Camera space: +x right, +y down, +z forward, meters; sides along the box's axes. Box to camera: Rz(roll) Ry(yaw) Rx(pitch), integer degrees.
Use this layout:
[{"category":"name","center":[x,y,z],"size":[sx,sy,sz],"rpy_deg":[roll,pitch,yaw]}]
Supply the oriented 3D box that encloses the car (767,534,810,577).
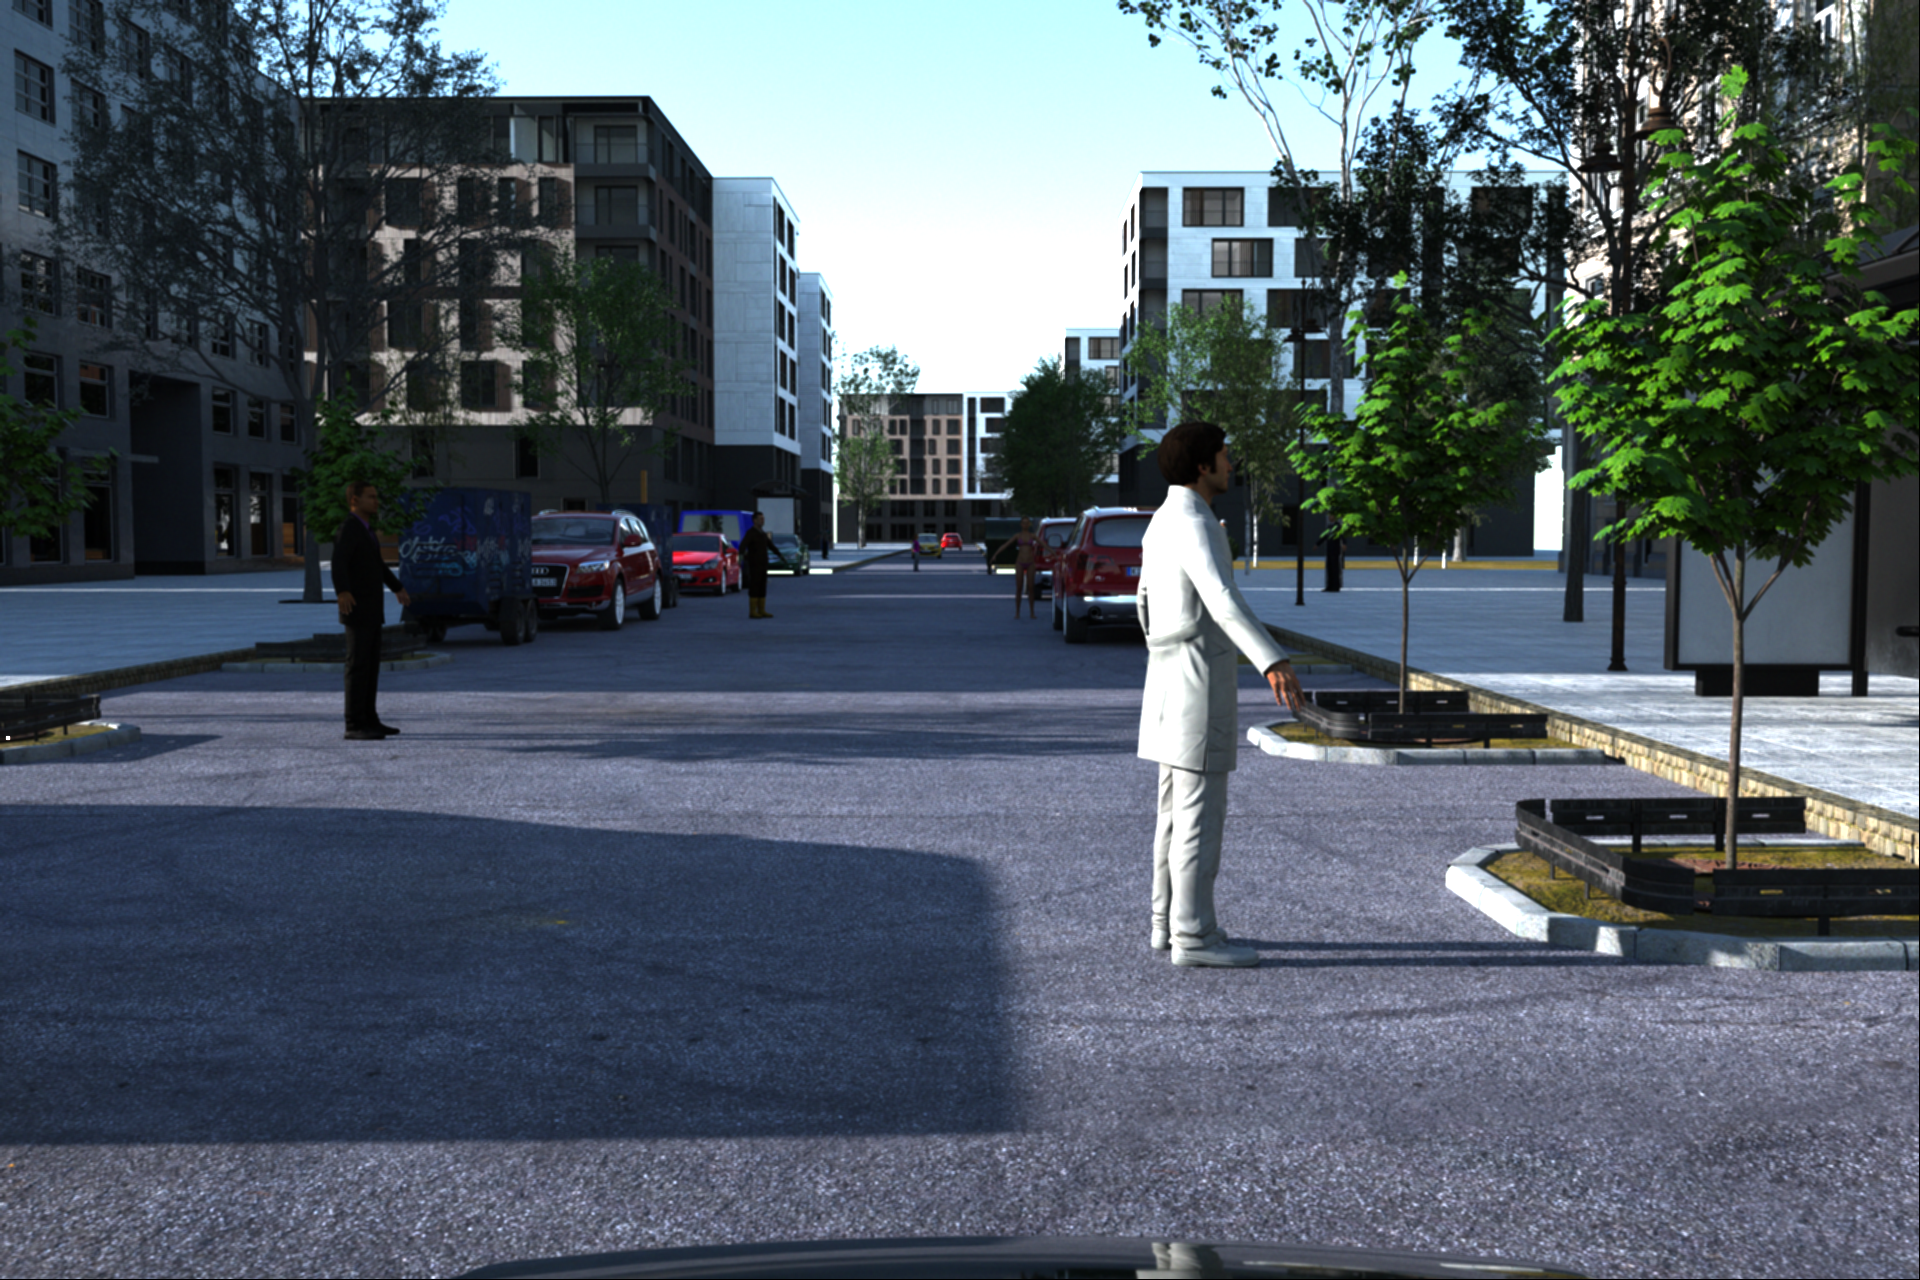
[{"category":"car","center":[-6.255,-2.944,59.926],"size":[2.131,1.459,4.920],"rpy_deg":[0,4,0]}]

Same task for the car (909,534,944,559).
[{"category":"car","center":[-1.936,-5.569,101.277],"size":[2.015,1.641,3.980],"rpy_deg":[0,4,0]}]

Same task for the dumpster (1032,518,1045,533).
[{"category":"dumpster","center":[2.789,-2.253,45.048],"size":[1.865,1.857,1.264],"rpy_deg":[0,4,-1]}]

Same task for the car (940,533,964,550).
[{"category":"car","center":[-0.723,-8.814,153.148],"size":[2.155,1.783,4.494],"rpy_deg":[0,4,1]}]

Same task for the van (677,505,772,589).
[{"category":"van","center":[-6.407,-2.616,47.164],"size":[2.240,2.365,5.245],"rpy_deg":[0,4,1]}]

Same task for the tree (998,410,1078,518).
[{"category":"tree","center":[6.749,-13.333,136.115],"size":[7.486,12.596,7.792],"rpy_deg":[0,3,0]}]

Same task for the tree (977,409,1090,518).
[{"category":"tree","center":[6.272,-14.554,148.322],"size":[12.009,13.543,11.850],"rpy_deg":[0,3,0]}]

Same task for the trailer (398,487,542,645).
[{"category":"trailer","center":[-6.360,-0.905,21.844],"size":[1.471,1.999,3.904],"rpy_deg":[0,4,0]}]

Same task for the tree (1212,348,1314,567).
[{"category":"tree","center":[11.476,-7.190,67.915],"size":[4.360,8.622,3.978],"rpy_deg":[0,3,0]}]

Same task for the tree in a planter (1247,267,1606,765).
[{"category":"tree in a planter","center":[3.004,-0.881,11.634],"size":[1.991,3.239,1.994],"rpy_deg":[0,4,-1]}]

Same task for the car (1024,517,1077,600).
[{"category":"car","center":[2.494,-1.858,39.049],"size":[2.281,1.827,5.304],"rpy_deg":[0,4,1]}]

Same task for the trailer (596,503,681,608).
[{"category":"trailer","center":[-6.280,-1.585,32.969],"size":[1.471,1.999,3.904],"rpy_deg":[0,4,0]}]

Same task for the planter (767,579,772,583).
[{"category":"planter","center":[-6.562,-1.819,50.888],"size":[1.991,0.319,1.994],"rpy_deg":[0,4,0]}]

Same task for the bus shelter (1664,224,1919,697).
[{"category":"bus shelter","center":[6.365,-1.051,11.115],"size":[2.014,3.302,5.546],"rpy_deg":[0,4,0]}]

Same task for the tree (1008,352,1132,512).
[{"category":"tree","center":[6.326,-10.650,99.890],"size":[9.928,11.665,9.643],"rpy_deg":[0,3,0]}]

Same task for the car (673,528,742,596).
[{"category":"car","center":[-6.309,-1.969,41.226],"size":[2.155,1.783,4.494],"rpy_deg":[0,4,1]}]

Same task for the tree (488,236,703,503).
[{"category":"tree","center":[-12.626,-8.278,61.093],"size":[9.928,11.665,9.643],"rpy_deg":[0,3,0]}]

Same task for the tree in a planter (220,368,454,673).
[{"category":"tree in a planter","center":[-6.661,-1.321,18.819],"size":[1.991,3.239,1.994],"rpy_deg":[0,4,1]}]

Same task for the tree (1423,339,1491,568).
[{"category":"tree","center":[18.332,-7.024,65.207],"size":[4.360,8.622,3.978],"rpy_deg":[0,3,0]}]

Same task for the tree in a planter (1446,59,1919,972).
[{"category":"tree in a planter","center":[2.973,-0.572,6.571],"size":[1.991,3.239,1.994],"rpy_deg":[0,4,-1]}]

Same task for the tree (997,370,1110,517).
[{"category":"tree","center":[5.987,-11.290,110.343],"size":[9.928,11.665,9.643],"rpy_deg":[0,3,0]}]

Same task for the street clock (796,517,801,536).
[{"category":"street clock","center":[-6.890,-4.191,73.093],"size":[0.358,2.002,0.471],"rpy_deg":[0,4,1]}]

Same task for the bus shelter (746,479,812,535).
[{"category":"bus shelter","center":[-6.902,-4.454,66.754],"size":[2.014,3.302,5.546],"rpy_deg":[0,4,0]}]

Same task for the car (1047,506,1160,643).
[{"category":"car","center":[2.384,-0.953,24.262],"size":[2.281,1.827,5.304],"rpy_deg":[0,4,0]}]

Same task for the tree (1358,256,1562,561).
[{"category":"tree","center":[23.591,-10.679,81.259],"size":[9.857,13.997,8.962],"rpy_deg":[0,3,0]}]

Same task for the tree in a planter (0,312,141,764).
[{"category":"tree in a planter","center":[-6.702,-0.873,11.490],"size":[1.991,3.239,1.994],"rpy_deg":[0,4,0]}]

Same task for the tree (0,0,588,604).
[{"category":"tree","center":[-12.027,-7.441,32.035],"size":[12.009,13.543,11.850],"rpy_deg":[0,3,0]}]

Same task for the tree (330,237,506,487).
[{"category":"tree","center":[-12.766,-5.672,43.092],"size":[4.360,8.622,3.978],"rpy_deg":[0,3,0]}]

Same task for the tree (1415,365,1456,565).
[{"category":"tree","center":[19.176,-7.438,71.980],"size":[4.360,8.622,3.978],"rpy_deg":[0,3,0]}]

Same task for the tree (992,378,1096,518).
[{"category":"tree","center":[5.994,-12.538,123.119],"size":[7.486,12.596,7.792],"rpy_deg":[0,3,0]}]

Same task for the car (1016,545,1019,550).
[{"category":"car","center":[2.914,-2.711,56.129],"size":[2.131,1.459,4.920],"rpy_deg":[0,4,-1]}]

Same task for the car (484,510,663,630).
[{"category":"car","center":[-6.058,-1.149,27.467],"size":[2.281,1.827,5.304],"rpy_deg":[0,4,0]}]

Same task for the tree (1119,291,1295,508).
[{"category":"tree","center":[10.747,-9.168,75.655],"size":[9.928,11.665,9.643],"rpy_deg":[0,3,0]}]

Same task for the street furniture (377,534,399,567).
[{"category":"street furniture","center":[-21.069,-3.986,72.024],"size":[9.812,1.723,11.010],"rpy_deg":[-2,4,-24]}]
